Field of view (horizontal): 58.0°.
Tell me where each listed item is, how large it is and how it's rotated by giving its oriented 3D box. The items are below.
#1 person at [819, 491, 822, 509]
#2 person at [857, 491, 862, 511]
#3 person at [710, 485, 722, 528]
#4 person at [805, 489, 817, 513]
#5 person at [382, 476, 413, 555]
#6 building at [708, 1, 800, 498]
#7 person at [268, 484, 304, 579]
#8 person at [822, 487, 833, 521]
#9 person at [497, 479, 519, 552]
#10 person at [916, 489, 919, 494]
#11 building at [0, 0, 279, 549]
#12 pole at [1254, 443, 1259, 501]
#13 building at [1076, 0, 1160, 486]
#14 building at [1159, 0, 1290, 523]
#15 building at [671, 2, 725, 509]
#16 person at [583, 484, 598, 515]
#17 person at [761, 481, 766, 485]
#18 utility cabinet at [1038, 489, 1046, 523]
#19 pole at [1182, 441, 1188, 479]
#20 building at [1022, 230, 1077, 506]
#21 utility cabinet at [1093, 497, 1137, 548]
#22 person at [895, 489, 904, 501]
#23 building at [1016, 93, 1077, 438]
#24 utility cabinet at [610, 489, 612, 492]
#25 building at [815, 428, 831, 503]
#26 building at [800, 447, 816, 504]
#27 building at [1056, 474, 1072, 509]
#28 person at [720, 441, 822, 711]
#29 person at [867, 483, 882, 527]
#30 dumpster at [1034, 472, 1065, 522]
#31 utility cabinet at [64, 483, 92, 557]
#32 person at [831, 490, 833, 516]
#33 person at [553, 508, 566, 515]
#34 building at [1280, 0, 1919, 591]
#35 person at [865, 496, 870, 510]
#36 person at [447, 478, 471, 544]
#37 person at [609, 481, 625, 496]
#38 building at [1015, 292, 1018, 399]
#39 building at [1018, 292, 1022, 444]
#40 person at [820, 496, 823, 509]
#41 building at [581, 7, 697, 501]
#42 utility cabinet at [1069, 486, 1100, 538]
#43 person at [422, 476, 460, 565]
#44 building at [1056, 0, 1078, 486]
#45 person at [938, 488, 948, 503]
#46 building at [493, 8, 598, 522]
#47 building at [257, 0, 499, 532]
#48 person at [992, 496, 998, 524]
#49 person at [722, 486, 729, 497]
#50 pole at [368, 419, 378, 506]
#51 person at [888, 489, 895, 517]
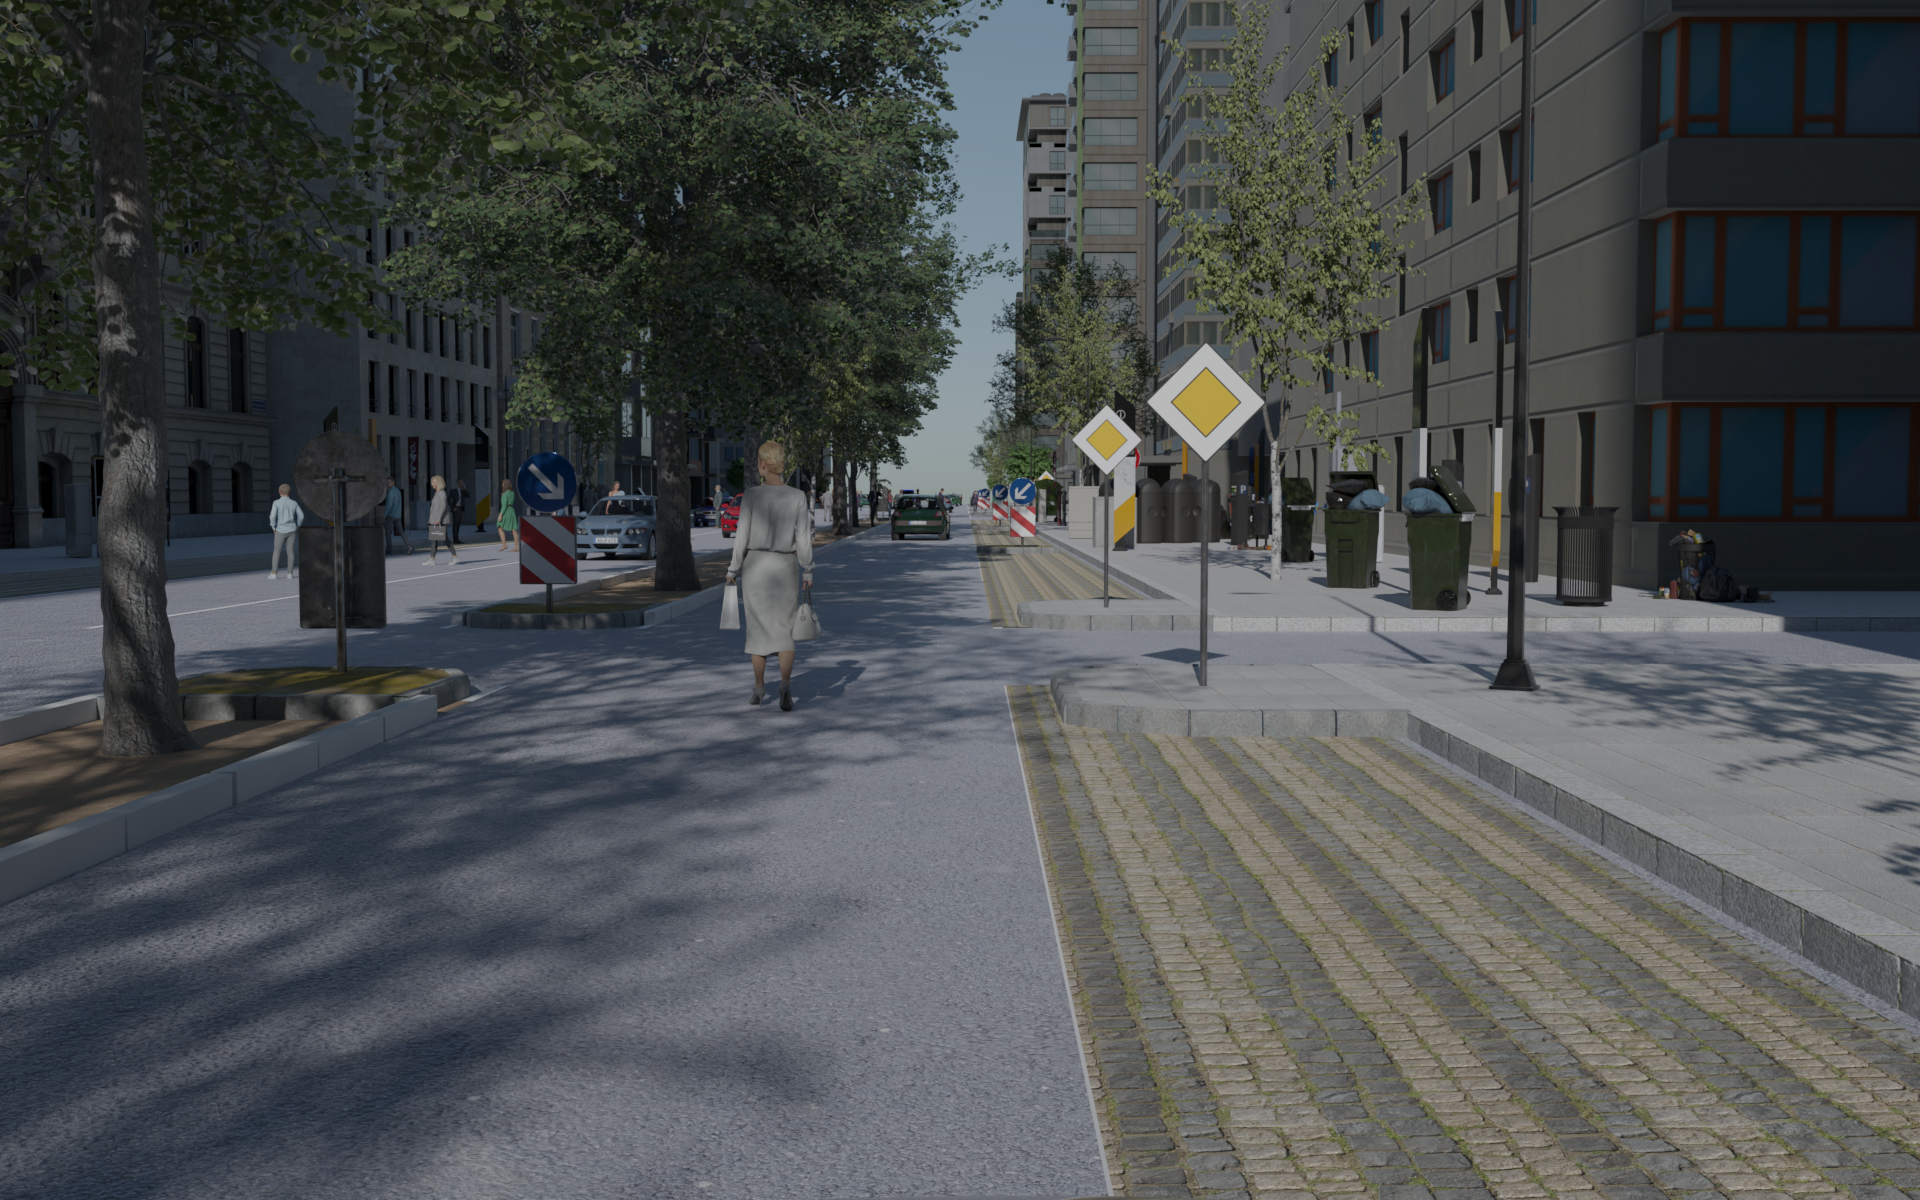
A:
[{"bbox_3d":[-13.451,-9.760,168.527,0.568,1.767,0.683,0,4,2],"label":"person"},{"bbox_3d":[-8.785,-8.583,149.758,0.530,1.710,0.541,-1,4,-17],"label":"person"},{"bbox_3d":[-10.159,-3.888,72.252,0.590,1.801,0.661,-1,4,-16],"label":"person"},{"bbox_3d":[-11.706,-7.703,134.472,1.348,1.821,0.705,2,4,27],"label":"person"},{"bbox_3d":[-13.165,-1.956,40.344,0.748,1.841,0.638,1,4,20],"label":"person"},{"bbox_3d":[-29.971,-39.900,194.362,21.231,58.520,28.212,0,4,0],"label":"building"},{"bbox_3d":[-11.455,-1.169,29.420,0.589,1.601,0.330,-2,4,-30],"label":"person"},{"bbox_3d":[-6.958,-5.025,90.928,0.678,1.792,0.850,1,4,11],"label":"person"},{"bbox_3d":[-11.233,-2.098,43.051,0.529,1.795,0.600,0,4,5],"label":"person"},{"bbox_3d":[-2.333,-5.362,96.988,1.217,1.723,0.721,1,4,15],"label":"person"},{"bbox_3d":[-27.647,-13.447,38.935,14.460,24.649,34.723,0,4,0],"label":"building"},{"bbox_3d":[11.884,-4.621,69.396,0.158,3.312,0.155,0,3,0],"label":"pole"},{"bbox_3d":[14.029,-25.797,105.368,14.154,41.232,14.086,0,4,0],"label":"building"},{"bbox_3d":[22.377,-23.872,82.184,32.217,40.220,23.993,0,4,0],"label":"building"},{"bbox_3d":[-31.192,-29.671,139.743,22.147,44.769,28.867,0,4,0],"label":"building"},{"bbox_3d":[-14.259,-3.582,67.166,0.694,1.812,0.767,1,4,9],"label":"person"},{"bbox_3d":[-6.168,-2.837,54.791,0.656,1.842,0.836,-1,4,-10],"label":"person"},{"bbox_3d":[3.635,-4.152,76.570,0.318,1.500,1.173,0,4,0],"label":"utility cabinet"},{"bbox_3d":[7.962,-4.127,61.313,0.158,3.312,0.155,0,3,0],"label":"pole"},{"bbox_3d":[14.504,-25.648,191.045,14.160,30.474,14.107,0,4,0],"label":"building"},{"bbox_3d":[3.700,-1.851,41.426,1.020,1.237,0.306,-1,4,-10],"label":"utility cabinet"},{"bbox_3d":[-3.772,-6.351,113.124,1.217,1.735,0.721,-3,5,-40],"label":"person"},{"bbox_3d":[21.992,-38.917,225.532,28.713,52.752,27.495,0,4,0],"label":"building"},{"bbox_3d":[-16.084,-4.361,79.982,0.318,1.500,1.173,-1,4,-22],"label":"utility cabinet"},{"bbox_3d":[-25.715,-36.348,244.392,14.600,45.320,14.200,0,4,0],"label":"building"},{"bbox_3d":[-25.731,-27.208,216.544,14.160,30.474,14.107,0,4,0],"label":"building"},{"bbox_3d":[23.814,-28.346,155.344,32.217,40.220,23.993,0,4,0],"label":"building"},{"bbox_3d":[-1.280,-0.163,11.516,0.694,1.780,0.624,0,4,2],"label":"person"},{"bbox_3d":[-3.690,-4.120,75.223,0.474,1.900,0.648,2,4,28],"label":"person"},{"bbox_3d":[3.952,-4.641,78.372,1.502,2.255,1.985,0,4,0],"label":"dumpster"},{"bbox_3d":[-17.894,-1.616,35.106,0.318,1.500,1.173,-3,4,-36],"label":"utility cabinet"},{"bbox_3d":[-8.163,-6.195,110.619,1.217,1.723,0.721,3,5,42],"label":"person"},{"bbox_3d":[-11.201,-2.453,48.632,0.654,1.822,0.581,1,4,23],"label":"person"},{"bbox_3d":[23.689,-11.677,35.958,28.899,21.520,27.650,0,4,0],"label":"building"},{"bbox_3d":[-7.551,-8.495,148.076,1.217,1.739,0.721,1,4,17],"label":"person"},{"bbox_3d":[-14.399,-2.568,49.841,0.474,1.900,0.648,1,4,20],"label":"person"},{"bbox_3d":[-10.193,-2.611,51.292,0.616,1.811,0.778,-1,4,-15],"label":"person"},{"bbox_3d":[14.814,-29.076,247.088,14.160,30.474,14.107,0,4,0],"label":"building"},{"bbox_3d":[14.485,-26.509,205.127,14.160,30.474,14.107,0,4,0],"label":"building"},{"bbox_3d":[-13.211,-9.500,167.019,0.628,1.438,0.799,0,4,4],"label":"person"},{"bbox_3d":[-30.078,-29.994,110.003,23.786,49.044,30.456,0,4,0],"label":"building"},{"bbox_3d":[3.705,-2.490,49.391,1.173,1.500,0.318,1,4,13],"label":"utility cabinet"},{"bbox_3d":[-10.443,-1.601,34.852,0.728,1.800,0.709,-2,4,-26],"label":"person"},{"bbox_3d":[19.368,-31.054,127.344,23.786,49.044,30.456,0,4,0],"label":"building"},{"bbox_3d":[-0.965,-5.515,99.122,0.568,1.767,0.683,0,4,1],"label":"person"},{"bbox_3d":[-25.953,-18.252,84.331,13.634,28.700,20.117,0,4,0],"label":"building"},{"bbox_3d":[-25.002,-12.881,65.362,10.420,20.320,16.860,0,4,0],"label":"building"},{"bbox_3d":[1.708,-4.431,81.190,0.600,1.795,0.529,2,4,27],"label":"person"},{"bbox_3d":[-12.556,-5.162,92.761,0.748,1.841,0.638,3,5,44],"label":"person"},{"bbox_3d":[-15.960,-3.259,47.131,0.158,3.312,0.155,0,3,0],"label":"pole"},{"bbox_3d":[-4.299,-6.072,108.489,0.721,1.743,1.217,-1,4,-17],"label":"person"}]
